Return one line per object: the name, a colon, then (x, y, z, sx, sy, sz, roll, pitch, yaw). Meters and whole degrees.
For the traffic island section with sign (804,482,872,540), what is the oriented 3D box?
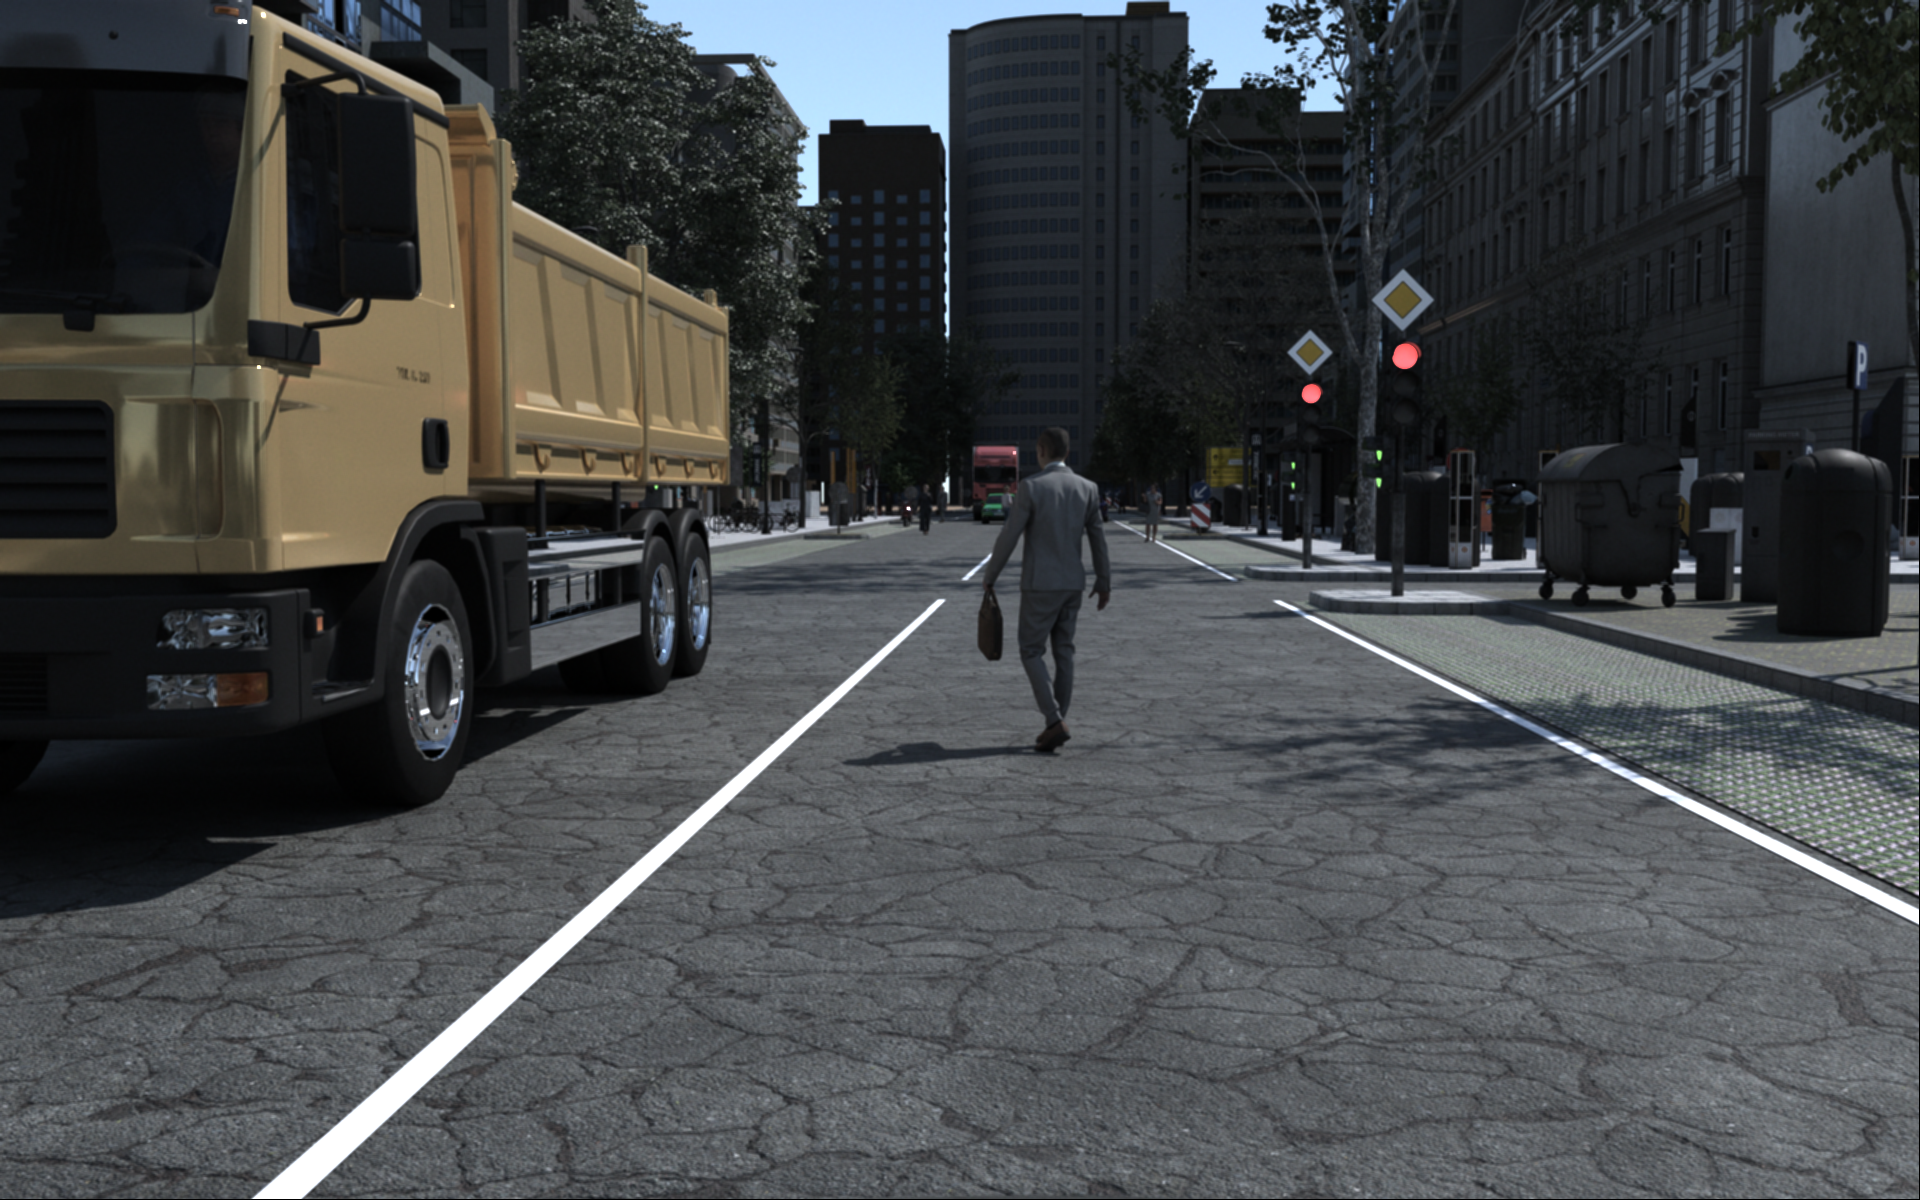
traffic island section with sign: (-3.844, -2.838, 55.034, 1.989, 1.847, 2.006, 0, 4, 3)

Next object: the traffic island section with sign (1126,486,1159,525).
traffic island section with sign: (8.985, -4.468, 81.678, 1.989, 1.847, 2.006, 0, 4, 3)

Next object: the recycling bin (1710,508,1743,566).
recycling bin: (13.954, -1.136, 31.132, 0.722, 1.027, 0.722, 3, 5, 43)

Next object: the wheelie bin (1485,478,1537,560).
wheelie bin: (10.754, -1.586, 33.841, 0.980, 1.594, 0.693, 1, 4, 22)

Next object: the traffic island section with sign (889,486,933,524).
traffic island section with sign: (-2.284, -4.494, 82.104, 1.989, 1.847, 2.006, 0, 4, 3)

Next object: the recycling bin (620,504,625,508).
recycling bin: (-8.783, -1.854, 42.871, 0.722, 1.027, 0.722, 3, 4, 38)

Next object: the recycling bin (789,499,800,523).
recycling bin: (-7.434, -3.994, 77.857, 0.722, 1.027, 0.722, 0, 4, 8)

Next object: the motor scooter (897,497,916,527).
motor scooter: (-2.337, -3.866, 75.980, 0.815, 1.314, 1.986, 0, 4, 2)

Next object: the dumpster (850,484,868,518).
dumpster: (-5.768, -5.447, 94.825, 1.264, 1.857, 1.865, 0, 4, 3)

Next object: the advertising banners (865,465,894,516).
advertising banners: (-4.832, -6.525, 102.873, 2.074, 3.025, 0.090, 2, 4, 32)

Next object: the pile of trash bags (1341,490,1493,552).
pile of trash bags: (10.289, -1.776, 38.784, 3.447, 1.369, 1.912, 1, 4, 13)

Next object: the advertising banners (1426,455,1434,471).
advertising banners: (22.019, -5.047, 78.711, 2.074, 3.025, 0.090, -1, 4, -20)

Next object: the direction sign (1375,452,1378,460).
direction sign: (20.448, -5.723, 85.563, 0.379, 3.537, 0.876, -1, 4, -11)

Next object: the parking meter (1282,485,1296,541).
parking meter: (9.025, -2.391, 47.496, 0.372, 1.533, 0.369, 0, 3, 0)

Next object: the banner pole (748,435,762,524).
banner pole: (-8.726, -5.101, 73.419, 0.863, 3.779, 0.401, 2, 4, 29)

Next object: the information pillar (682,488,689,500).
information pillar: (-15.725, -5.795, 99.232, 0.304, 2.012, 0.304, 0, 4, 0)

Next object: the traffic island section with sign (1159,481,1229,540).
traffic island section with sign: (7.415, -2.813, 54.612, 1.989, 1.847, 2.006, 0, 4, 3)

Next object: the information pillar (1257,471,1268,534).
information pillar: (9.677, -3.114, 55.403, 0.304, 2.012, 0.304, 1, 4, 16)

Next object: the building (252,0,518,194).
building: (-29.206, -45.609, 58.378, 22.319, 86.520, 31.000, 0, 4, 3)

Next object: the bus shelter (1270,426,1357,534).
bus shelter: (11.091, -3.697, 54.374, 2.014, 3.302, 5.546, 0, 4, 3)

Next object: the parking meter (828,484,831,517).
parking meter: (-7.088, -5.481, 95.317, 0.255, 1.863, 0.399, 1, 4, 17)

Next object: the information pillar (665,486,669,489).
information pillar: (-17.454, -6.066, 103.668, 0.304, 2.012, 0.304, 2, 4, 33)

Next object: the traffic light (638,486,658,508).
traffic light: (-5.548, -2.531, 30.297, 0.839, 4.253, 0.868, 0, 4, 3)

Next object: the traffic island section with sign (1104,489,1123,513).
traffic island section with sign: (11.852, -7.514, 131.483, 1.989, 1.847, 2.006, 0, 4, 3)

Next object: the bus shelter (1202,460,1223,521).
bus shelter: (12.506, -5.315, 80.816, 2.014, 3.302, 5.546, 0, 4, 3)

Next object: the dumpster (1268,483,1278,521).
dumpster: (15.665, -4.776, 83.839, 1.264, 1.857, 1.865, 0, 4, 3)

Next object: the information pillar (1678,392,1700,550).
information pillar: (16.784, -2.967, 39.868, 0.183, 3.616, 0.504, -1, 4, -20)

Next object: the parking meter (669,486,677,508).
parking meter: (-16.755, -5.841, 101.208, 0.399, 1.863, 0.255, 1, 4, 22)

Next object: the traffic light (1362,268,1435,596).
traffic light: (5.486, -2.004, 21.681, 0.839, 4.253, 0.868, 0, 4, 3)

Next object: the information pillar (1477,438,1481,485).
information pillar: (21.563, -4.936, 72.053, 0.183, 3.616, 0.504, 1, 4, 21)

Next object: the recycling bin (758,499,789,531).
recycling bin: (-6.661, -2.983, 61.328, 0.722, 1.027, 0.722, -3, 5, -41)

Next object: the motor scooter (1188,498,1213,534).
motor scooter: (7.912, -2.699, 56.902, 0.815, 1.314, 1.986, 0, 4, 2)

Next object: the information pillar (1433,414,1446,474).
information pillar: (14.125, -3.648, 51.001, 0.183, 3.616, 0.504, -1, 4, -21)

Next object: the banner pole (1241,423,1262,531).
banner pole: (10.246, -4.321, 60.670, 0.401, 3.779, 0.863, -3, 5, -42)

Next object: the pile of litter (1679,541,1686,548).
pile of litter: (17.048, -1.702, 41.801, 1.176, 0.858, 1.719, 3, 4, 37)

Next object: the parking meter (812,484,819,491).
parking meter: (-8.046, -5.553, 96.496, 0.399, 1.863, 0.255, -1, 4, -9)

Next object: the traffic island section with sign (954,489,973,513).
traffic island section with sign: (0.605, -7.552, 132.101, 1.989, 1.847, 2.006, 0, 4, 3)

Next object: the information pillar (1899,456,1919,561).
information pillar: (18.358, -1.770, 33.428, 0.304, 2.012, 0.304, 1, 4, 11)

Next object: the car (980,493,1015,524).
car: (2.002, -4.592, 83.869, 1.959, 1.807, 4.718, 0, 4, 4)

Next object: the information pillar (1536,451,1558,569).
information pillar: (10.032, -1.536, 29.609, 0.304, 2.012, 0.304, 1, 4, 13)

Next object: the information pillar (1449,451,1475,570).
information pillar: (8.550, -1.531, 29.527, 0.304, 2.012, 0.304, -1, 4, -9)

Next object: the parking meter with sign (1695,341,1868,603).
parking meter with sign: (9.662, -1.480, 20.465, 1.738, 3.016, 0.543, 3, 5, 41)

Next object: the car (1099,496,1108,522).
car: (6.691, -4.687, 89.220, 1.945, 1.354, 3.894, 0, 4, 1)

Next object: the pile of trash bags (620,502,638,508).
pile of trash bags: (-15.632, -4.197, 78.377, 3.447, 1.369, 1.912, 2, 4, 35)

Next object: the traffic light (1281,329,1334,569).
traffic light: (5.945, -2.491, 29.653, 0.839, 4.253, 0.868, 0, 4, 3)

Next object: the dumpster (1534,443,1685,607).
dumpster: (7.625, -0.893, 20.365, 1.264, 1.857, 1.865, 0, 4, 3)
